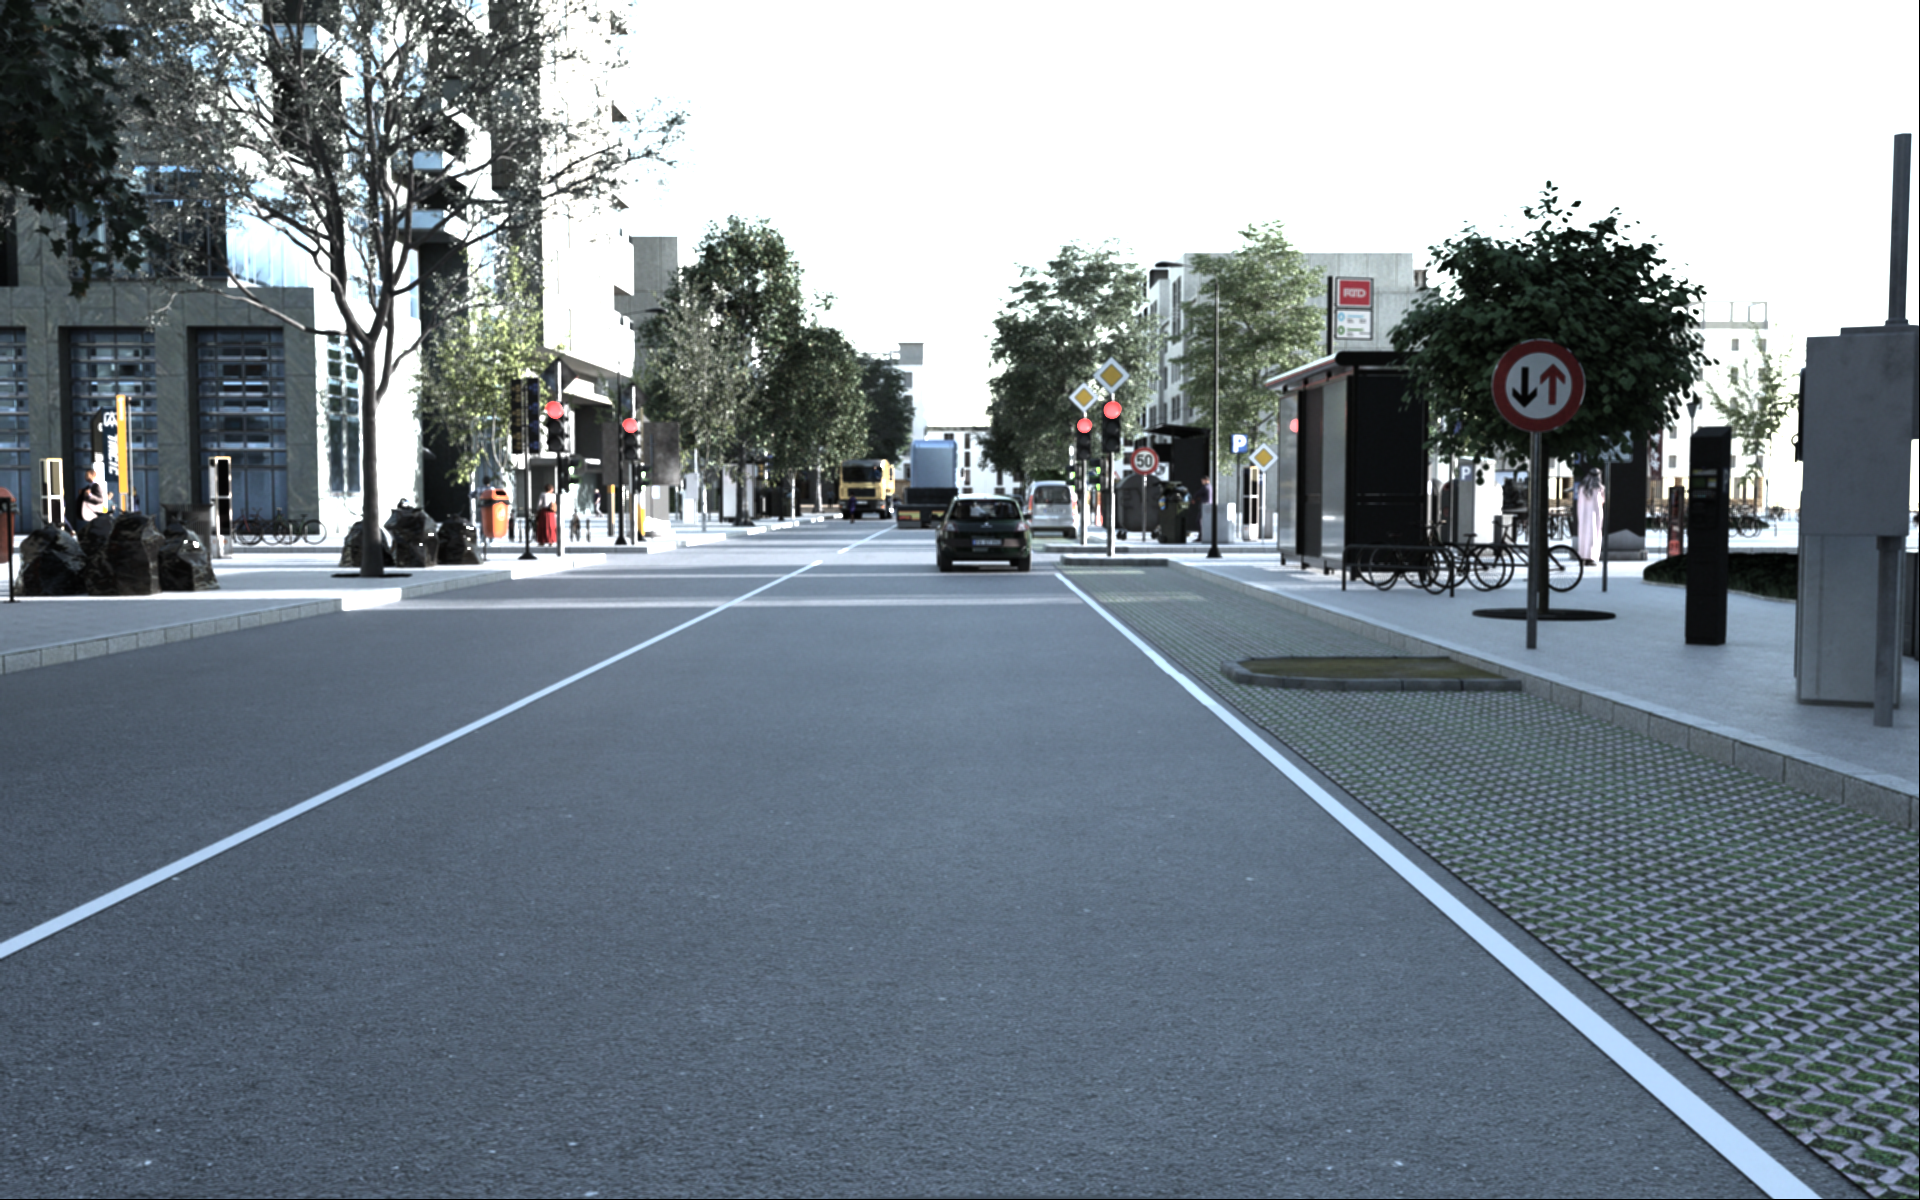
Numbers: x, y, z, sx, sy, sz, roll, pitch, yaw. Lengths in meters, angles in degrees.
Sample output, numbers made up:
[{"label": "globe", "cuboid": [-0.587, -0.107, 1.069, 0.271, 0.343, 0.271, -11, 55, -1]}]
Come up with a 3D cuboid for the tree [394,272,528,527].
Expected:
[{"label": "tree", "cuboid": [-16.069, -6.460, 55.990, 4.360, 8.622, 3.978, 0, 3, 0]}]

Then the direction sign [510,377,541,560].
[{"label": "direction sign", "cuboid": [-8.497, -2.565, 33.927, 0.876, 3.537, 0.379, 3, 4, 39]}]

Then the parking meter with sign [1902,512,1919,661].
[{"label": "parking meter with sign", "cuboid": [7.554, -1.020, 12.941, 0.543, 3.016, 1.738, 0, 4, 6]}]

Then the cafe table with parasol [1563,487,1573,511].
[{"label": "cafe table with parasol", "cuboid": [40.869, -6.679, 114.068, 2.610, 1.966, 2.610, -2, 4, -24]}]

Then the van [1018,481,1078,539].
[{"label": "van", "cuboid": [2.907, -3.045, 56.795, 2.013, 2.044, 4.112, 0, 4, -1]}]

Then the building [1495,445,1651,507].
[{"label": "building", "cuboid": [61.140, -19.556, 176.167, 11.380, 20.091, 16.016, 0, 3, 0]}]

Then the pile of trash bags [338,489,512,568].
[{"label": "pile of trash bags", "cuboid": [-9.519, -1.341, 31.680, 1.912, 1.369, 3.447, 2, 4, 28]}]

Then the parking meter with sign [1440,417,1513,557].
[{"label": "parking meter with sign", "cuboid": [10.620, -2.400, 35.504, 1.738, 3.016, 0.543, -2, 4, -34]}]

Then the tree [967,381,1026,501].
[{"label": "tree", "cuboid": [5.904, -15.177, 158.505, 12.009, 13.543, 11.850, 0, 3, 0]}]

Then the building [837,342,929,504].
[{"label": "building", "cuboid": [-9.842, -22.328, 221.487, 11.380, 20.091, 16.016, 0, 3, 0]}]

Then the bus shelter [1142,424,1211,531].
[{"label": "bus shelter", "cuboid": [7.572, -4.255, 60.852, 1.731, 3.624, 6.357, 0, 3, 0]}]

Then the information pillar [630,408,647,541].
[{"label": "information pillar", "cuboid": [-8.784, -3.410, 47.114, 0.504, 3.616, 0.183, 3, 4, 37]}]

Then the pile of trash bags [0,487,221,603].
[{"label": "pile of trash bags", "cuboid": [-11.142, -0.744, 21.911, 1.912, 1.369, 3.447, 1, 4, 13]}]

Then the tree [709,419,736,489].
[{"label": "tree", "cuboid": [-14.196, -8.304, 86.128, 4.737, 8.622, 4.395, 0, 3, 0]}]

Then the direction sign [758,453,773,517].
[{"label": "direction sign", "cuboid": [-10.850, -6.397, 96.591, 0.876, 3.537, 0.379, -1, 4, -19]}]

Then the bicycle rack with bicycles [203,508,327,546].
[{"label": "bicycle rack with bicycles", "cuboid": [-17.581, -1.870, 43.955, 2.925, 0.926, 2.852, 0, 4, -8]}]

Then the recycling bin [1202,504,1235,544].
[{"label": "recycling bin", "cuboid": [6.721, -1.989, 45.082, 0.722, 1.027, 0.722, 1, 4, 22]}]

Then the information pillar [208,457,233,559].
[{"label": "information pillar", "cuboid": [-14.722, -1.835, 34.490, 0.304, 2.012, 0.304, 3, 5, 42]}]

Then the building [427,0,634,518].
[{"label": "building", "cuboid": [-34.130, -31.138, 98.343, 28.713, 52.752, 27.495, 0, 3, 0]}]

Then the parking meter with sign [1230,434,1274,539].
[{"label": "parking meter with sign", "cuboid": [8.453, -3.280, 49.896, 0.543, 3.016, 1.738, -1, 4, -22]}]

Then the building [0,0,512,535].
[{"label": "building", "cuboid": [-31.169, -46.139, 67.050, 22.319, 86.520, 31.000, 0, 3, 0]}]

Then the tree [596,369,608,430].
[{"label": "tree", "cuboid": [-16.847, -7.066, 65.890, 4.737, 8.622, 4.395, 0, 3, 0]}]

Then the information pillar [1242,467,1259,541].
[{"label": "information pillar", "cuboid": [7.881, -2.599, 46.982, 0.304, 2.012, 0.304, -2, 4, -33]}]

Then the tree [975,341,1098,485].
[{"label": "tree", "cuboid": [5.742, -12.722, 125.006, 9.611, 12.733, 9.660, 0, 3, 0]}]

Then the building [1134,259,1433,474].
[{"label": "building", "cuboid": [30.504, -19.765, 167.135, 27.936, 21.610, 32.646, 0, 3, 0]}]

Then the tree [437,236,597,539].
[{"label": "tree", "cuboid": [-13.299, -6.095, 50.019, 4.737, 8.622, 4.395, 0, 3, 0]}]

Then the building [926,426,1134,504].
[{"label": "building", "cuboid": [9.878, -16.867, 217.915, 28.070, 9.664, 9.099, 0, 3, 0]}]

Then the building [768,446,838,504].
[{"label": "building", "cuboid": [-31.847, -23.452, 227.417, 32.646, 21.610, 27.936, 0, 3, 0]}]

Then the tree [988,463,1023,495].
[{"label": "tree", "cuboid": [6.142, -14.445, 170.591, 7.601, 10.594, 8.767, 3, 4, 37]}]

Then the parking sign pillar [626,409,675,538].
[{"label": "parking sign pillar", "cuboid": [-9.254, -3.863, 51.635, 1.447, 3.967, 1.447, 2, 4, 30]}]

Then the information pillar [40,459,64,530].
[{"label": "information pillar", "cuboid": [-19.009, -1.943, 36.264, 0.304, 2.012, 0.304, 2, 4, 34]}]

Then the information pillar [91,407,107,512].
[{"label": "information pillar", "cuboid": [-23.017, -3.362, 46.316, 0.183, 3.616, 0.504, 0, 4, 6]}]

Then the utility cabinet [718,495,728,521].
[{"label": "utility cabinet", "cuboid": [-11.047, -4.394, 83.004, 1.020, 1.237, 0.306, 0, 4, -2]}]

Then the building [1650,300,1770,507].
[{"label": "building", "cuboid": [72.659, -19.514, 175.466, 11.380, 20.091, 16.016, 0, 3, 0]}]

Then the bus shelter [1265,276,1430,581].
[{"label": "bus shelter", "cuboid": [6.583, -3.184, 29.690, 2.179, 5.291, 8.768, 0, 4, 0]}]

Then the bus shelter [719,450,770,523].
[{"label": "bus shelter", "cuboid": [-9.889, -5.217, 79.218, 2.014, 3.302, 5.546, 0, 3, 0]}]

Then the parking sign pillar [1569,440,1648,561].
[{"label": "parking sign pillar", "cuboid": [12.675, -2.770, 33.755, 1.447, 3.967, 1.447, 0, 4, 0]}]

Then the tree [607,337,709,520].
[{"label": "tree", "cuboid": [-14.575, -7.894, 79.437, 4.737, 8.622, 4.395, 0, 3, 0]}]

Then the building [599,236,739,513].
[{"label": "building", "cuboid": [-27.560, -16.396, 134.530, 16.747, 18.905, 31.486, 0, 3, 0]}]

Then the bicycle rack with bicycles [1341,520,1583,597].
[{"label": "bicycle rack with bicycles", "cuboid": [6.341, -0.588, 22.994, 2.852, 0.926, 2.925, -2, 4, -35]}]

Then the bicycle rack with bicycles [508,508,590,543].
[{"label": "bicycle rack with bicycles", "cuboid": [-10.900, -1.993, 45.971, 2.852, 0.926, 2.925, -1, 4, -12]}]

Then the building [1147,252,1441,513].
[{"label": "building", "cuboid": [24.711, -16.438, 135.220, 16.747, 18.905, 31.486, 0, 3, 0]}]

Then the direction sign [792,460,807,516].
[{"label": "direction sign", "cuboid": [-9.541, -6.799, 103.153, 0.876, 3.537, 0.379, 0, 4, -1]}]

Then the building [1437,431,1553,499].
[{"label": "building", "cuboid": [60.777, -16.905, 218.542, 28.070, 9.664, 9.099, 0, 3, 0]}]

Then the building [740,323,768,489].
[{"label": "building", "cuboid": [-25.431, -19.535, 175.815, 11.380, 20.091, 16.016, 0, 3, 0]}]
